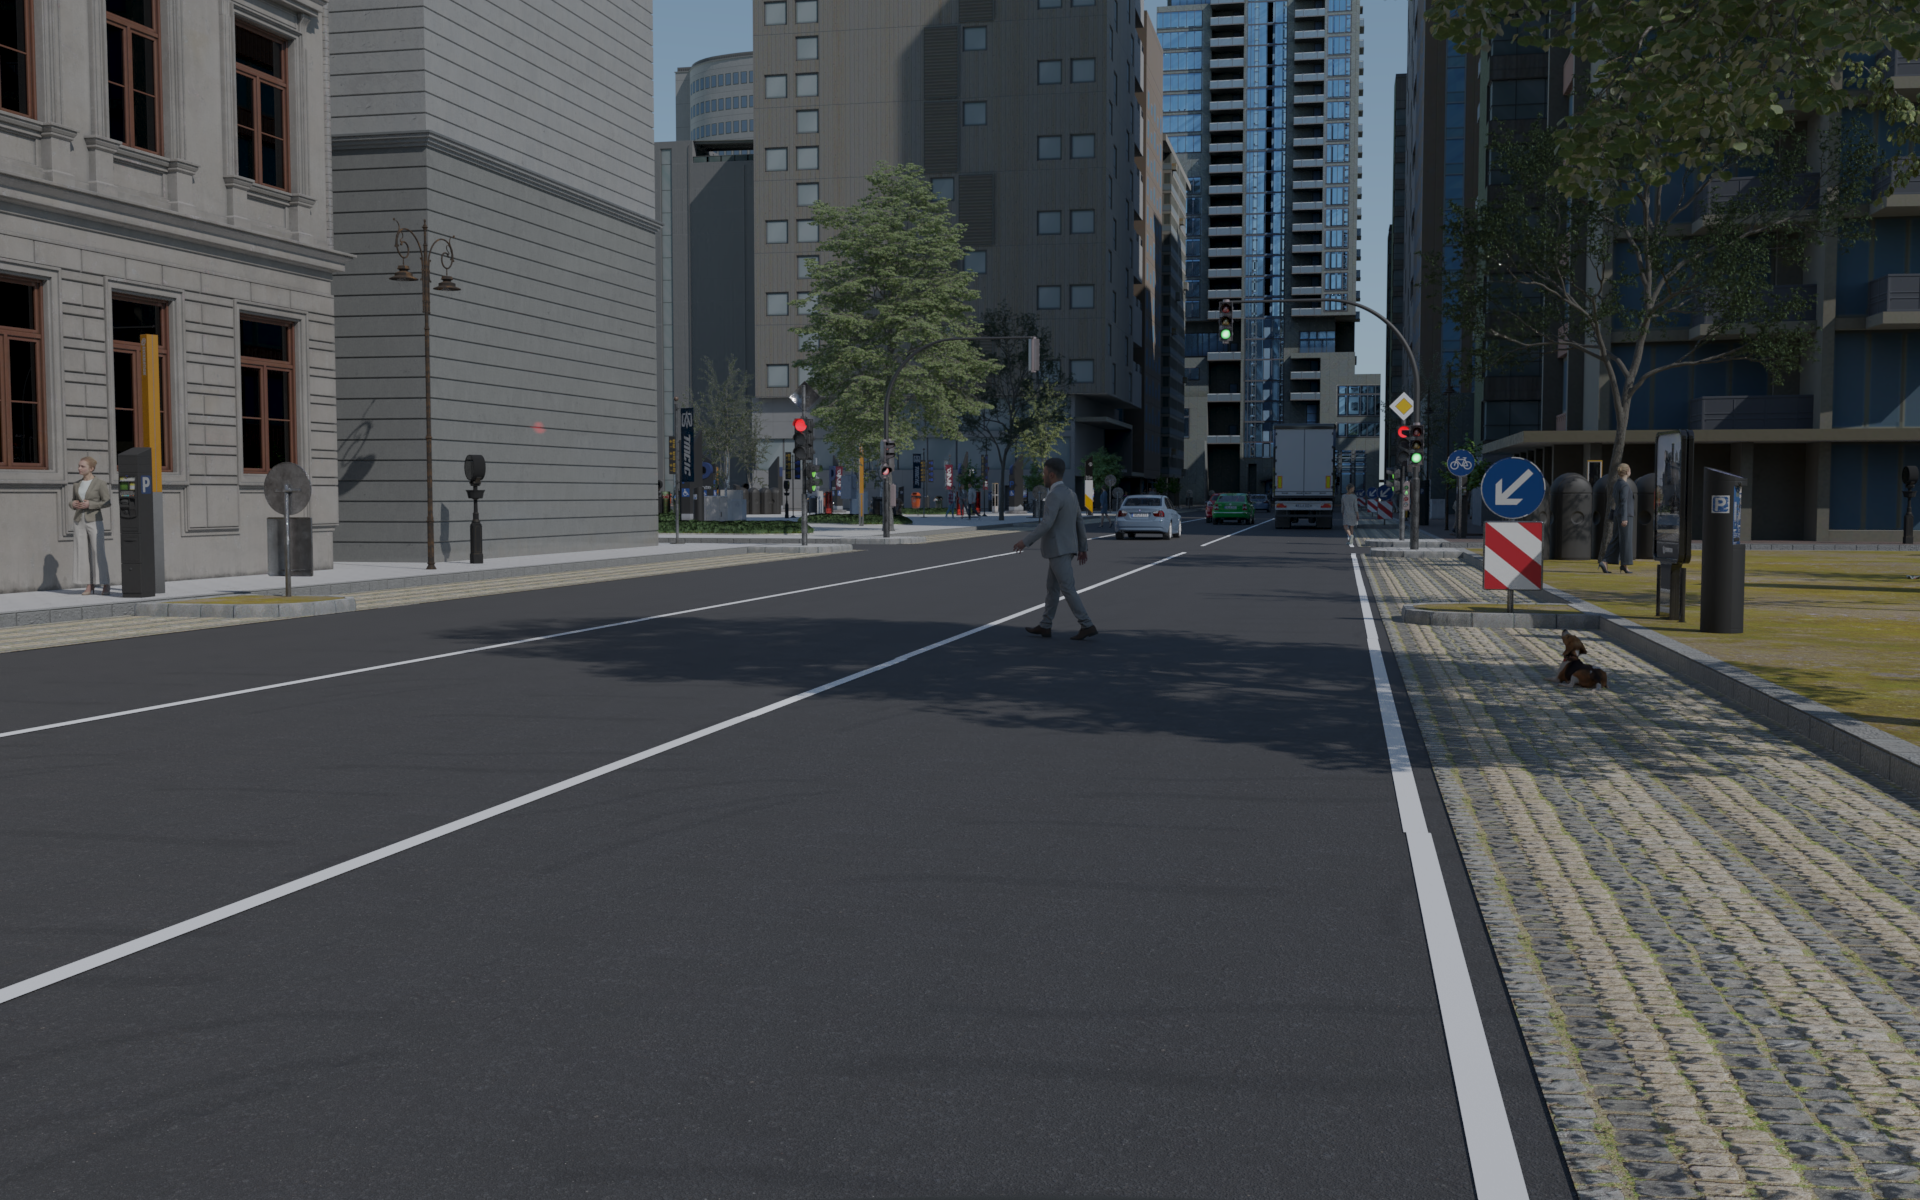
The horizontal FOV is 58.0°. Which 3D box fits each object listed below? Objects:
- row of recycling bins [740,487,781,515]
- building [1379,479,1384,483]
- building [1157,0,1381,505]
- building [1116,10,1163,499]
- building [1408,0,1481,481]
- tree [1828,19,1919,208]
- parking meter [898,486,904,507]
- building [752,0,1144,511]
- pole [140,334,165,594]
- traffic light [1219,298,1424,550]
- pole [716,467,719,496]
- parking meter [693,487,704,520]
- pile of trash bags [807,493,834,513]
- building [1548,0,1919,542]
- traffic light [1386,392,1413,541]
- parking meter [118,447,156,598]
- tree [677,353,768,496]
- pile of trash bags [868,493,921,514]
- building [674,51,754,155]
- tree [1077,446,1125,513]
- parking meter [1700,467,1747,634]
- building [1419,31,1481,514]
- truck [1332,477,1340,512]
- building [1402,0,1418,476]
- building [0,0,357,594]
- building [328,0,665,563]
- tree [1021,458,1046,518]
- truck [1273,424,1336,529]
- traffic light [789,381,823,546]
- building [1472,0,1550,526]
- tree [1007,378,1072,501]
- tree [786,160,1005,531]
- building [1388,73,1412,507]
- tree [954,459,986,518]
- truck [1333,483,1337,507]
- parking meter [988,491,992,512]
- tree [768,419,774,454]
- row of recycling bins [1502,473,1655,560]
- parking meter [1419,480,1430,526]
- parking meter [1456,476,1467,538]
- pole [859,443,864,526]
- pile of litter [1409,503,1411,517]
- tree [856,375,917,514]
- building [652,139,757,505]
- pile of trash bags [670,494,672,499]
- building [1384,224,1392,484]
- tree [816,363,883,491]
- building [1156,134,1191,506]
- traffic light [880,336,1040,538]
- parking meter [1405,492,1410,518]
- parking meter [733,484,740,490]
[{"bbox_3d":[-12.600,-6.196,108.409,1.069,1.692,3.534,3,5,43],"label":"row of recycling bins"},{"bbox_3d":[65.692,-33.943,209.588,28.867,44.769,22.147,1,4,12],"label":"building"},{"bbox_3d":[36.627,-55.219,215.505,31.000,86.520,22.319,1,4,12],"label":"building"},{"bbox_3d":[11.040,-31.204,160.294,14.600,45.320,14.200,1,4,12],"label":"building"},{"bbox_3d":[41.316,-29.304,129.232,14.600,45.320,14.200,1,4,12],"label":"building"},{"bbox_3d":[11.322,-4.136,17.994,4.737,8.622,4.395,0,3,0],"label":"tree"},{"bbox_3d":[-4.349,-7.464,127.739,0.399,1.863,0.255,-1,4,-16],"label":"parking meter"},{"bbox_3d":[0.249,-33.718,140.525,28.713,52.752,27.495,1,4,12],"label":"building"},{"bbox_3d":[-10.380,-1.738,22.267,0.158,3.312,0.155,0,3,0],"label":"pole"},{"bbox_3d":[8.409,-4.009,40.221,4.771,5.953,1.251,1,4,12],"label":"traffic light"},{"bbox_3d":[-18.167,-8.296,129.479,0.158,3.312,0.155,0,3,0],"label":"pole"},{"bbox_3d":[-8.827,-3.063,58.498,0.372,1.533,0.369,0,3,0],"label":"parking meter"},{"bbox_3d":[-9.392,-6.551,116.861,1.912,1.369,3.447,-1,4,-20],"label":"pile of trash bags"},{"bbox_3d":[31.800,-24.397,53.523,28.867,44.769,22.147,1,4,12],"label":"building"},{"bbox_3d":[12.182,-3.596,47.715,0.839,4.253,0.868,1,4,12],"label":"traffic light"},{"bbox_3d":[-10.210,-0.964,21.474,0.255,1.863,0.399,0,4,4],"label":"parking meter"},{"bbox_3d":[-12.407,-8.530,89.823,4.360,8.622,3.978,0,3,0],"label":"tree"},{"bbox_3d":[-3.812,-5.645,102.053,3.447,1.369,1.912,2,4,28],"label":"pile of trash bags"},{"bbox_3d":[-22.405,-41.978,228.342,28.212,58.520,21.231,1,4,12],"label":"building"},{"bbox_3d":[9.628,-8.239,118.418,4.285,4.588,4.351,0,3,0],"label":"tree"},{"bbox_3d":[7.071,-0.467,16.039,0.372,1.533,0.369,0,3,0],"label":"parking meter"},{"bbox_3d":[39.670,-48.216,100.997,22.319,86.520,31.000,1,4,12],"label":"building"},{"bbox_3d":[29.340,-8.929,141.921,3.469,3.379,9.791,1,4,12],"label":"truck"},{"bbox_3d":[52.359,-34.197,148.358,28.713,52.752,27.495,1,4,12],"label":"building"},{"bbox_3d":[-17.601,-11.269,20.399,11.583,22.565,21.152,1,4,12],"label":"building"},{"bbox_3d":[-23.012,-16.052,39.948,29.804,29.767,11.434,1,4,12],"label":"building"},{"bbox_3d":[3.958,-6.006,92.797,1.663,3.219,1.824,0,3,0],"label":"tree"},{"bbox_3d":[14.805,-5.234,74.493,2.839,4.237,11.283,1,4,11],"label":"truck"},{"bbox_3d":[-3.854,-3.309,43.028,0.839,4.253,0.868,1,4,12],"label":"traffic light"},{"bbox_3d":[29.235,-18.475,73.769,14.160,30.474,14.107,1,4,12],"label":"building"},{"bbox_3d":[4.996,-9.639,107.959,4.737,8.622,4.395,0,3,0],"label":"tree"},{"bbox_3d":[-2.249,-8.625,59.143,7.486,12.596,7.792,0,3,0],"label":"tree"},{"bbox_3d":[49.617,-29.783,170.551,14.154,41.232,14.086,1,4,12],"label":"building"},{"bbox_3d":[0.649,-6.094,94.243,1.663,3.219,1.824,0,3,0],"label":"tree"},{"bbox_3d":[40.222,-12.424,192.040,2.839,4.237,11.283,1,4,14],"label":"truck"},{"bbox_3d":[2.250,-7.208,126.257,0.372,1.533,0.369,0,3,0],"label":"parking meter"},{"bbox_3d":[-15.555,-10.860,127.918,4.360,8.622,3.978,0,3,0],"label":"tree"},{"bbox_3d":[12.376,-1.638,33.894,3.534,1.692,1.069,-1,4,-9],"label":"row of recycling bins"},{"bbox_3d":[18.960,-3.979,70.760,0.255,1.863,0.399,-2,4,-24],"label":"parking meter"},{"bbox_3d":[14.654,-2.746,50.612,0.255,1.863,0.399,0,4,8],"label":"parking meter"},{"bbox_3d":[-3.964,-4.624,69.444,0.158,3.312,0.155,0,3,0],"label":"pole"},{"bbox_3d":[26.045,-5.180,98.661,1.719,0.858,1.176,-1,4,-16],"label":"pile of litter"},{"bbox_3d":[-4.414,-9.001,97.521,4.737,8.622,4.395,0,3,0],"label":"tree"},{"bbox_3d":[-27.043,-31.740,202.537,14.086,41.232,14.154,1,4,12],"label":"building"},{"bbox_3d":[-23.367,-7.369,130.239,3.447,1.369,1.912,-1,4,-23],"label":"pile of trash bags"},{"bbox_3d":[52.724,-25.302,185.385,14.160,30.474,14.107,1,4,12],"label":"building"},{"bbox_3d":[-5.292,-8.511,89.519,4.360,8.622,3.978,0,3,0],"label":"tree"},{"bbox_3d":[11.780,-30.114,184.238,23.993,40.220,32.217,1,4,12],"label":"building"},{"bbox_3d":[-0.081,-4.633,50.415,4.771,5.953,1.251,1,4,12],"label":"traffic light"},{"bbox_3d":[24.365,-5.272,94.602,0.372,1.533,0.369,0,3,0],"label":"parking meter"},{"bbox_3d":[-13.199,-5.911,102.349,0.255,1.863,0.399,-3,5,-43],"label":"parking meter"}]
